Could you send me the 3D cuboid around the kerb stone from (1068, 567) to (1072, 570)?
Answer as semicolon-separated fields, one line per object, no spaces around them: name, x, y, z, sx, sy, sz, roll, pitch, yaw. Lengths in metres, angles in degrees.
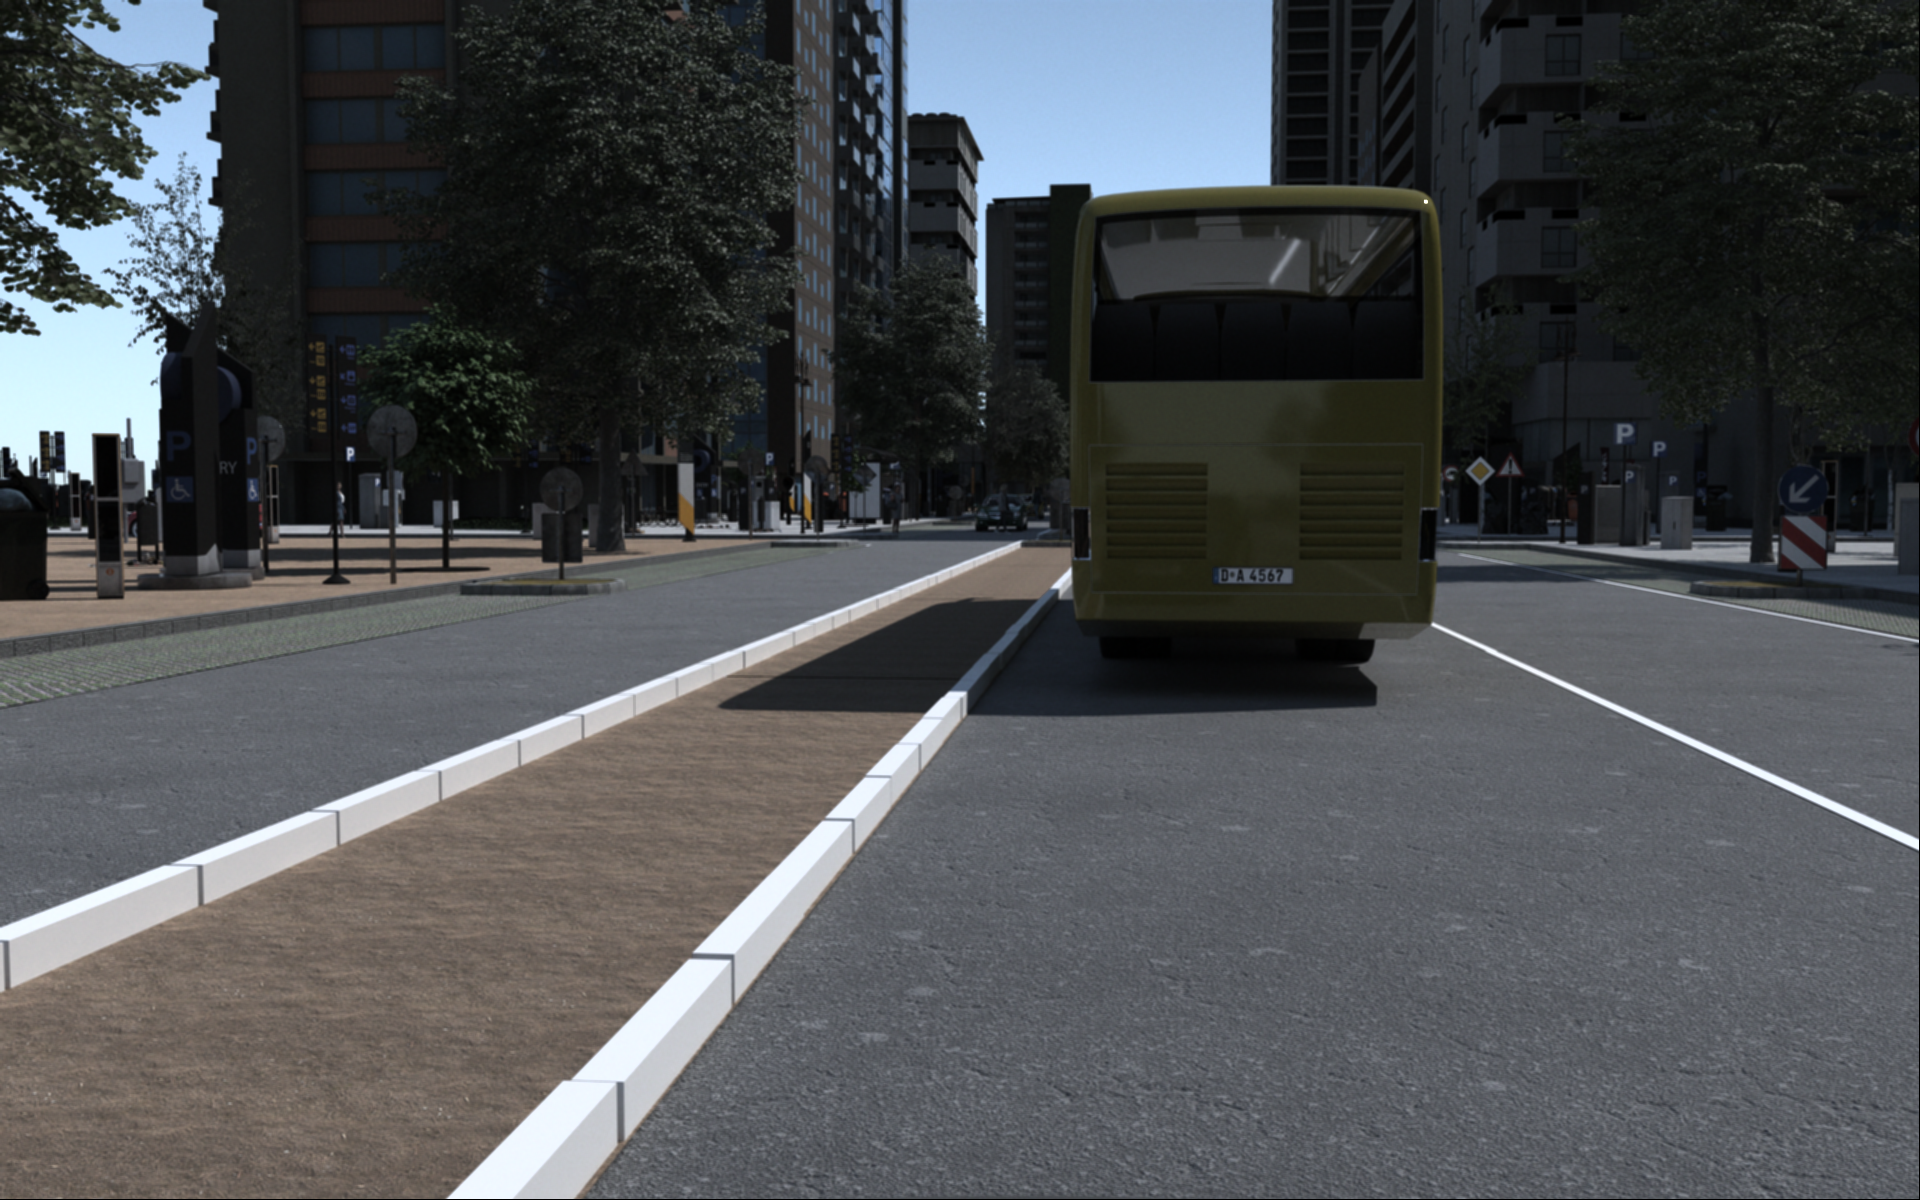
kerb stone;1.843;-0.404;28.796;0.120;0.150;1.000;0;4;6

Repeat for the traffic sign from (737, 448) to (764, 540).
traffic sign;-5.854;-2.953;48.393;0.768;2.556;0.104;1;4;10

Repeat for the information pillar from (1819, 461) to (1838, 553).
information pillar;19.090;-2.055;38.090;0.304;2.012;0.304;1;4;17

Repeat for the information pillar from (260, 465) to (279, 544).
information pillar;-17.786;-2.455;44.638;0.304;2.012;0.304;1;4;15

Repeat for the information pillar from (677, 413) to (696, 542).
information pillar;-7.354;-3.373;46.500;0.183;3.616;0.504;3;5;45

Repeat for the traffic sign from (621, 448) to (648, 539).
traffic sign;-9.281;-3.007;49.165;0.884;2.594;0.081;0;4;7

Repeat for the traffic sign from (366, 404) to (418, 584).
traffic sign;-8.090;-1.501;24.651;0.768;2.556;0.104;0;4;7

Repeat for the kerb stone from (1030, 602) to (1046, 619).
kerb stone;0.858;0.158;19.605;0.120;0.150;1.000;0;4;6

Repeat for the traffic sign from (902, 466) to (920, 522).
traffic sign;-2.271;-4.871;79.644;0.884;2.594;0.081;1;4;14

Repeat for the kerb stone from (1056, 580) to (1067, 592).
kerb stone;1.402;-0.153;24.719;0.120;0.150;1.000;0;4;6

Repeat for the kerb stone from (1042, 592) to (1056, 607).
kerb stone;1.080;0.035;21.648;0.120;0.150;1.000;0;4;6

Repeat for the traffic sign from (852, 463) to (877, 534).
traffic sign;-3.061;-3.170;55.477;0.795;2.450;0.064;0;4;6

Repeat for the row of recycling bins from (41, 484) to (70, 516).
row of recycling bins;-38.635;-4.001;72.530;3.534;1.692;1.069;0;4;7

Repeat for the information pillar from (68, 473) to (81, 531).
information pillar;-30.873;-3.420;60.417;0.304;2.012;0.304;-3;4;-38

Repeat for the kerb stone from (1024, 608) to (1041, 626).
kerb stone;0.755;0.221;18.588;0.120;0.150;1.000;0;4;6

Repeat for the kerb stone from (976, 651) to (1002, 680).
kerb stone;0.210;0.537;13.487;0.120;0.150;1.000;0;4;6

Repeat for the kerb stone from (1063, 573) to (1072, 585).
kerb stone;1.621;-0.279;26.757;0.120;0.150;1.000;0;4;6

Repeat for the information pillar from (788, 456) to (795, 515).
information pillar;-10.437;-7.082;107.139;0.183;3.616;0.504;3;4;38

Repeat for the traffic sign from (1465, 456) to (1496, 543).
traffic sign;13.697;-2.570;45.668;0.795;2.450;0.064;0;4;6

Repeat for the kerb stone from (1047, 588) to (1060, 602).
kerb stone;1.191;-0.026;22.668;0.120;0.150;1.000;0;4;6

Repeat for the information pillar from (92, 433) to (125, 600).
information pillar;-10.410;-1.021;21.178;0.304;2.012;0.304;-2;4;-25

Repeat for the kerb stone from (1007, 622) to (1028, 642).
kerb stone;0.530;0.345;16.549;0.120;0.150;1.000;0;4;6

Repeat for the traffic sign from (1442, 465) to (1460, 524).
traffic sign;21.181;-4.561;74.680;0.768;2.556;0.104;1;4;13

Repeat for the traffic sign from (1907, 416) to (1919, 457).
traffic sign;14.979;-1.627;26.704;0.768;2.556;0.104;1;4;10

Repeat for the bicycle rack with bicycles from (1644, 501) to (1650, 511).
bicycle rack with bicycles;35.920;-4.613;88.811;2.852;0.926;2.925;1;4;11

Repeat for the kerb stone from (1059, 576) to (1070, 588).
kerb stone;1.512;-0.217;25.741;0.120;0.150;1.000;0;4;6

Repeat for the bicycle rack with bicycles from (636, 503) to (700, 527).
bicycle rack with bicycles;-11.770;-3.381;68.655;2.925;0.926;2.852;-1;4;-19

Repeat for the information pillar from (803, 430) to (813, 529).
information pillar;-5.570;-4.381;62.985;0.183;3.616;0.504;2;4;28

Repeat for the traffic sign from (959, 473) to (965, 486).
traffic sign;-0.091;-6.328;103.563;0.768;2.556;0.104;0;4;8

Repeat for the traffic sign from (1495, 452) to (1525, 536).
traffic sign;16.945;-3.264;53.378;0.884;2.594;0.081;1;4;12

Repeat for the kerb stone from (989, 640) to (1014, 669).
kerb stone;0.330;0.471;14.502;0.120;0.150;1.000;0;4;6

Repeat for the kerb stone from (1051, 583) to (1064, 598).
kerb stone;1.302;-0.091;23.689;0.120;0.150;1.000;0;4;6

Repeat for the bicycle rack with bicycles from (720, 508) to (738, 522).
bicycle rack with bicycles;-9.937;-4.147;81.190;2.925;0.926;2.852;-1;4;-16

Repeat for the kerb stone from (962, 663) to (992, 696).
kerb stone;0.111;0.597;12.470;0.120;0.150;1.000;0;4;6

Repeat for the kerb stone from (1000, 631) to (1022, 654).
kerb stone;0.435;0.412;15.525;0.120;0.150;1.000;0;4;6

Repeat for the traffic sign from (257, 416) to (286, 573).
traffic sign;-11.296;-1.713;28.117;0.768;2.556;0.104;1;4;12

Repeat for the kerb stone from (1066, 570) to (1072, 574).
kerb stone;1.728;-0.342;27.780;0.120;0.150;1.000;0;4;6

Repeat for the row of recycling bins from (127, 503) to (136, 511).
row of recycling bins;-62.221;-7.468;129.219;1.069;1.692;3.534;-3;5;-41

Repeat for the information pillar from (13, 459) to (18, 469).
information pillar;-63.847;-7.688;117.057;0.183;3.616;0.504;1;4;14

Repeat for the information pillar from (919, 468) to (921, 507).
information pillar;-2.420;-6.453;96.862;0.504;3.616;0.183;2;4;35

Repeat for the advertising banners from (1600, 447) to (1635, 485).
advertising banners;24.702;-4.219;65.164;2.074;3.025;0.090;-2;4;-33

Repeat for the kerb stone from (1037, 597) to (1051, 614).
kerb stone;0.970;0.096;20.621;0.120;0.150;1.000;0;4;6

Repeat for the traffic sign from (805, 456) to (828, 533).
traffic sign;-4.764;-3.502;57.364;0.768;2.556;0.104;1;4;9

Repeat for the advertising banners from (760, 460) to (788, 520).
advertising banners;-9.386;-5.520;86.435;0.090;3.025;2.074;-3;5;-43

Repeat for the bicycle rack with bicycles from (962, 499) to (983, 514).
bicycle rack with bicycles;0.392;-6.400;118.018;2.852;0.926;2.925;-2;4;-35

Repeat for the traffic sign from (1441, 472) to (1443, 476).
traffic sign;14.534;-3.056;53.609;0.795;2.450;0.064;0;4;6

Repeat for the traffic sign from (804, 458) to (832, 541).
traffic sign;-3.898;-2.685;47.536;0.795;2.450;0.064;0;4;6

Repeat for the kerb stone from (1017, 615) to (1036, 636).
kerb stone;0.649;0.283;17.564;0.120;0.150;1.000;0;4;6

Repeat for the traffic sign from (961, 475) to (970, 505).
traffic sign;0.278;-7.094;116.092;0.768;2.556;0.104;1;4;11

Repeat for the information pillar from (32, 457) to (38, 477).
information pillar;-58.539;-7.237;109.678;0.183;3.616;0.504;0;4;1

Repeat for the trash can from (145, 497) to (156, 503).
trash can;-47.330;-5.489;101.395;0.748;1.137;0.748;0;3;0
